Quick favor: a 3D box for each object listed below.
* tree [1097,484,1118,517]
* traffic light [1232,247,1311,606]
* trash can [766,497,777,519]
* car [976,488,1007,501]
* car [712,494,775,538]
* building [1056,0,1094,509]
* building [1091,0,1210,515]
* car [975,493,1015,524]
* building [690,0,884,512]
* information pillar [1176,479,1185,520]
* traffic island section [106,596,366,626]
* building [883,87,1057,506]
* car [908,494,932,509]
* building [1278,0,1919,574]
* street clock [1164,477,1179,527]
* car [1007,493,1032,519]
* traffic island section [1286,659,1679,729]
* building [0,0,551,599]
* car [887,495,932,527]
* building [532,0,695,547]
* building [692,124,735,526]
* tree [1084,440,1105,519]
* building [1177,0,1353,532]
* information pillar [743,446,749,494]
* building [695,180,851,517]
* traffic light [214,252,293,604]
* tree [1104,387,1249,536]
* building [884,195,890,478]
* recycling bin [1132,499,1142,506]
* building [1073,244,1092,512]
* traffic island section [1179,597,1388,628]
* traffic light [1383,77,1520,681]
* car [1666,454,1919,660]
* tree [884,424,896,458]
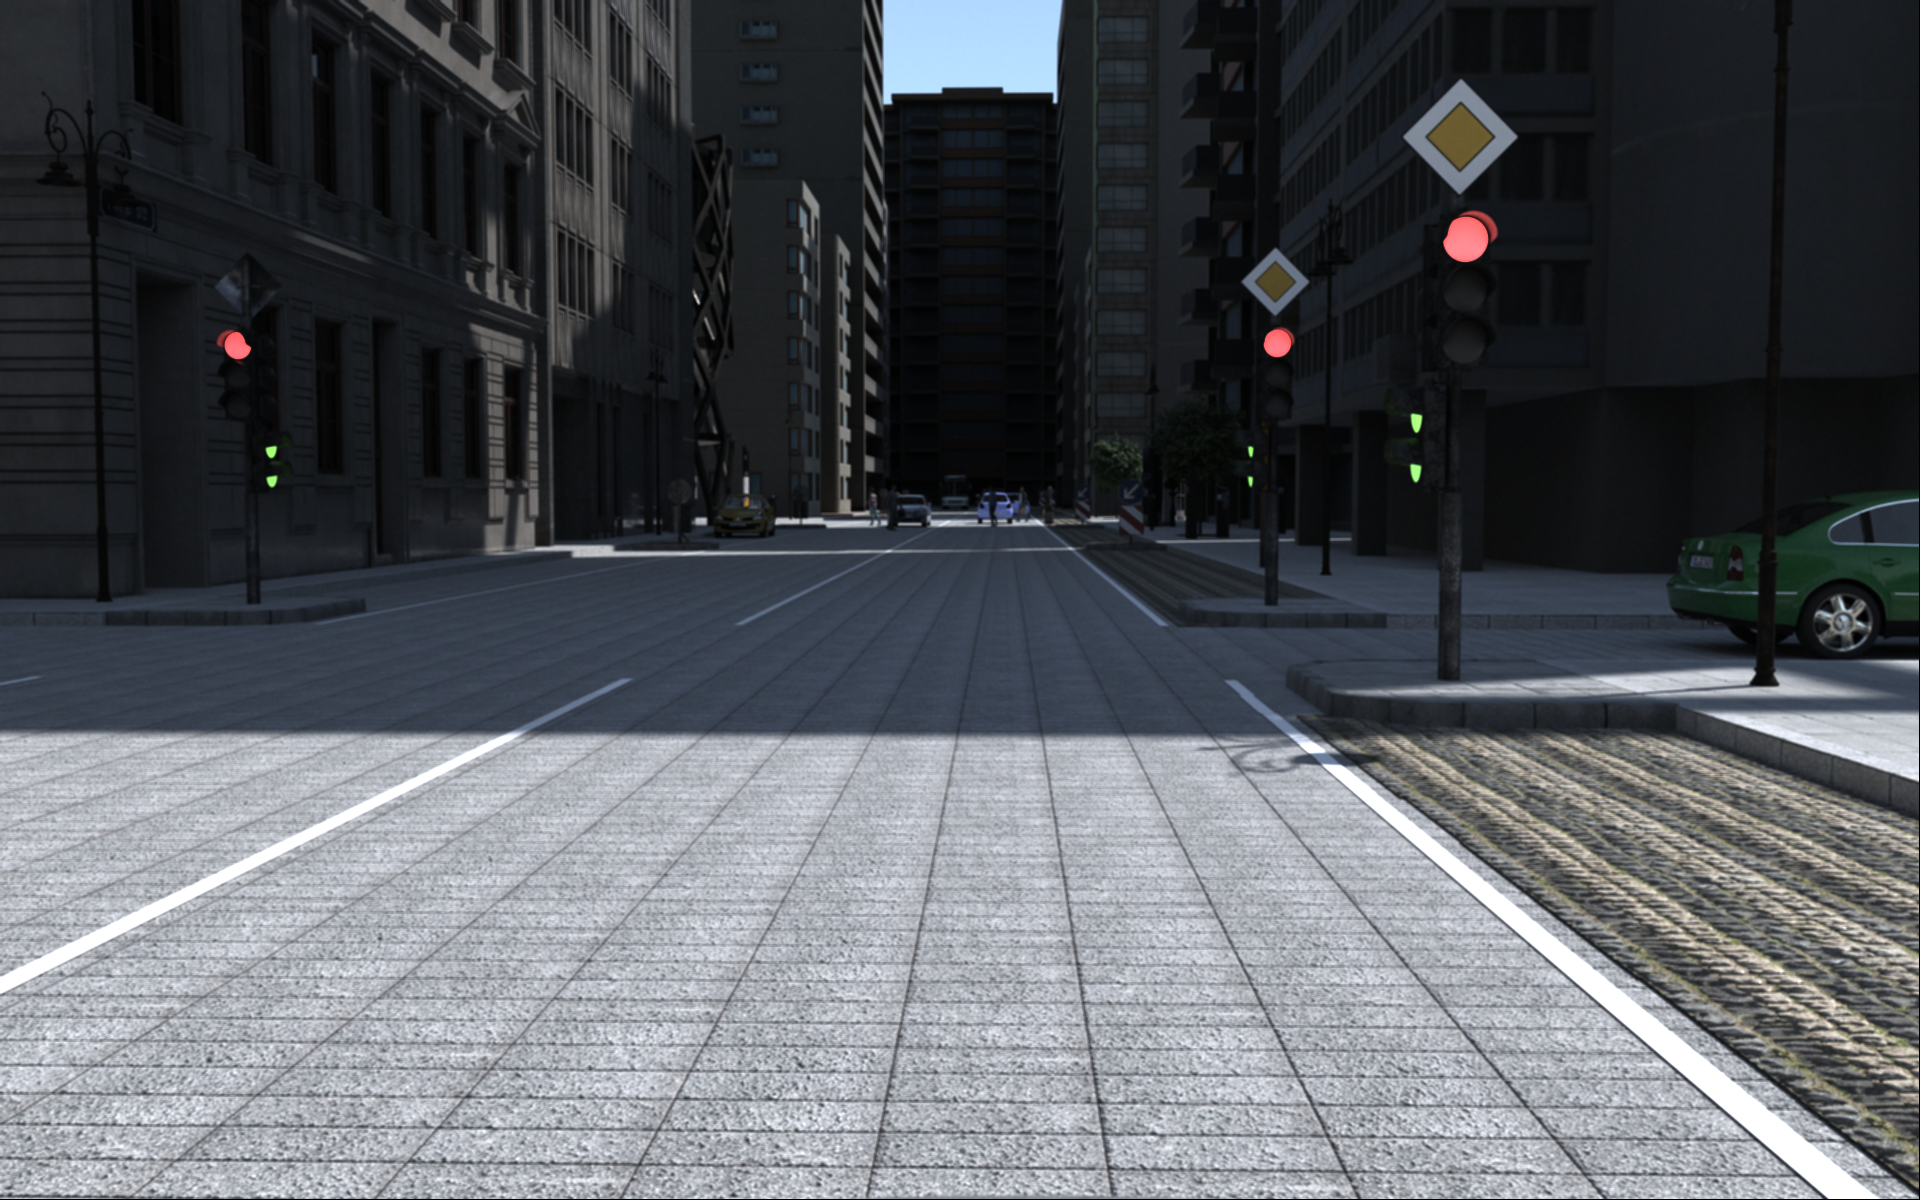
[{"bbox_3d":[8.307,-6.363,98.640,1.663,3.219,1.824,0,3,0],"label":"tree"},{"bbox_3d":[3.567,-1.891,19.844,0.839,4.253,0.868,0,4,1],"label":"traffic light"},{"bbox_3d":[-9.284,-4.471,84.749,0.748,1.137,0.748,0,3,0],"label":"trash can"},{"bbox_3d":[2.161,-6.273,111.233,2.281,1.827,5.304,0,4,0],"label":"car"},{"bbox_3d":[-7.179,-2.909,57.793,2.015,1.641,3.980,0,3,0],"label":"car"},{"bbox_3d":[19.834,-32.732,158.864,21.300,48.544,21.600,0,4,1],"label":"building"},{"bbox_3d":[15.547,-26.218,112.254,14.154,41.232,14.086,0,4,1],"label":"building"},{"bbox_3d":[1.702,-4.580,84.467,1.945,1.707,3.694,0,4,0],"label":"car"},{"bbox_3d":[-17.331,-31.301,135.477,21.300,48.544,21.600,0,4,1],"label":"building"},{"bbox_3d":[10.962,-4.992,86.108,0.304,2.012,0.304,3,5,44],"label":"information pillar"},{"bbox_3d":[-8.280,0.123,20.268,2.009,0.180,2.903,0,4,1],"label":"traffic island section"},{"bbox_3d":[0.719,-32.717,189.548,28.867,44.769,22.147,0,4,1],"label":"building"},{"bbox_3d":[-2.689,-5.832,105.139,2.009,1.686,4.222,0,4,1],"label":"car"},{"bbox_3d":[19.396,-20.859,32.918,23.993,40.220,32.217,0,4,1],"label":"building"},{"bbox_3d":[8.309,-3.855,67.604,0.471,2.002,0.358,0,4,-6],"label":"street clock"},{"bbox_3d":[3.229,-5.600,101.150,1.945,1.707,3.694,0,4,3],"label":"car"},{"bbox_3d":[3.401,0.630,11.974,2.009,0.180,2.903,0,4,1],"label":"traffic island section"},{"bbox_3d":[-15.165,-11.876,30.333,11.583,22.565,21.152,0,4,1],"label":"building"},{"bbox_3d":[-2.237,-3.987,77.187,2.014,1.417,4.499,0,4,2],"label":"car"},{"bbox_3d":[-15.748,-14.286,51.593,12.078,24.808,19.932,0,4,1],"label":"building"},{"bbox_3d":[-17.975,-12.441,70.867,16.820,18.784,16.811,0,4,1],"label":"building"},{"bbox_3d":[8.134,-6.496,89.928,4.285,4.588,4.351,0,3,0],"label":"tree"},{"bbox_3d":[20.524,-25.388,69.724,22.147,44.769,28.867,0,4,1],"label":"building"},{"bbox_3d":[-10.374,-5.659,83.884,0.183,3.616,0.504,1,4,19],"label":"information pillar"},{"bbox_3d":[-22.072,-16.222,110.271,27.650,21.520,28.899,0,4,1],"label":"building"},{"bbox_3d":[-8.240,-1.909,20.132,0.839,4.253,0.868,0,4,1],"label":"traffic light"},{"bbox_3d":[7.311,-4.247,53.154,4.285,4.588,4.351,0,3,0],"label":"tree"},{"bbox_3d":[-13.779,-23.984,163.840,14.107,30.474,14.160,0,4,1],"label":"building"},{"bbox_3d":[8.325,-4.168,80.703,0.722,1.027,0.722,0,4,6],"label":"recycling bin"},{"bbox_3d":[23.246,-17.681,134.117,27.650,21.520,28.899,0,4,1],"label":"building"},{"bbox_3d":[3.607,0.142,19.957,2.009,0.180,2.903,0,4,1],"label":"traffic island section"},{"bbox_3d":[3.361,-1.403,11.861,0.839,4.253,0.868,0,4,1],"label":"traffic light"},{"bbox_3d":[8.959,-0.420,15.657,4.718,1.807,1.959,0,4,2],"label":"car"},{"bbox_3d":[-7.927,-12.526,155.160,4.360,8.622,3.978,0,3,0],"label":"tree"}]
